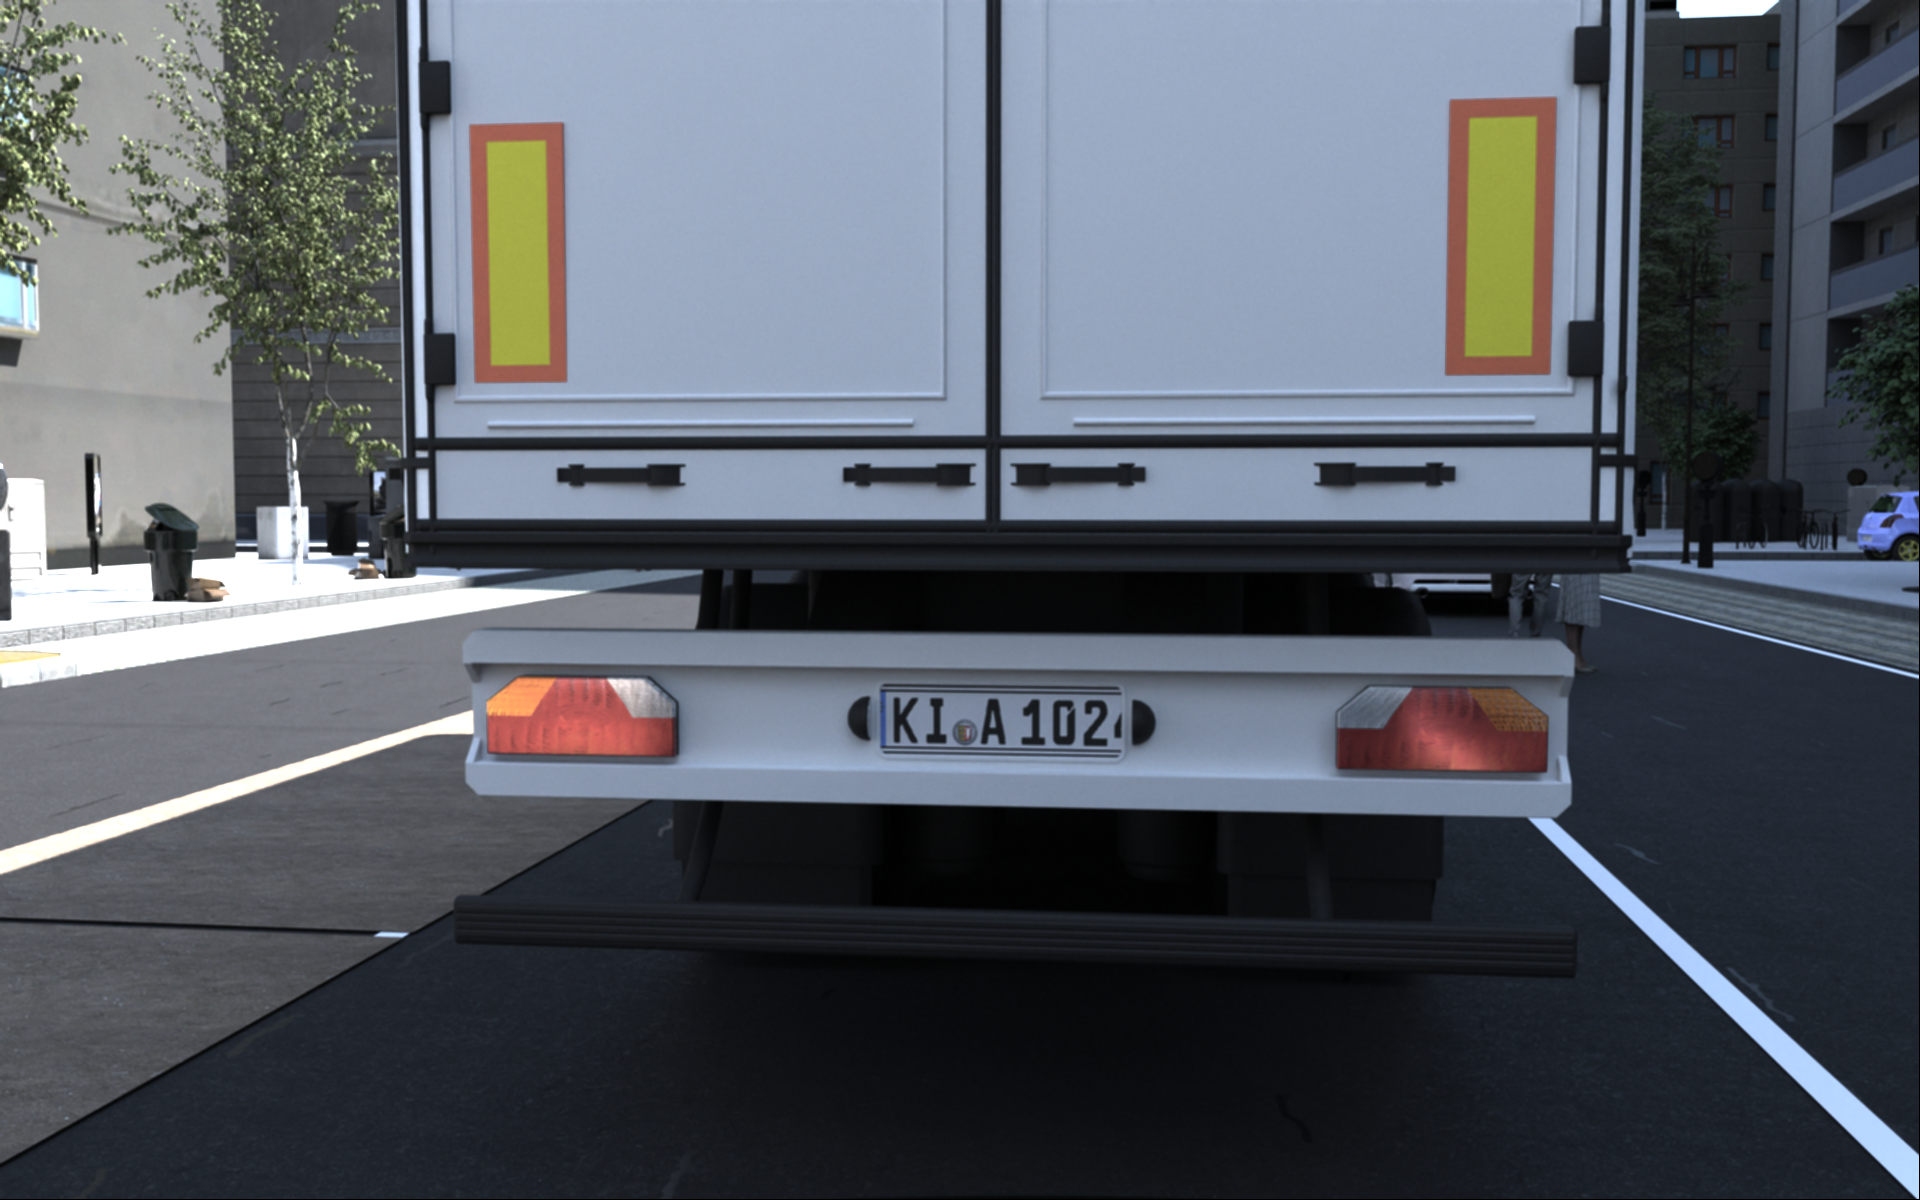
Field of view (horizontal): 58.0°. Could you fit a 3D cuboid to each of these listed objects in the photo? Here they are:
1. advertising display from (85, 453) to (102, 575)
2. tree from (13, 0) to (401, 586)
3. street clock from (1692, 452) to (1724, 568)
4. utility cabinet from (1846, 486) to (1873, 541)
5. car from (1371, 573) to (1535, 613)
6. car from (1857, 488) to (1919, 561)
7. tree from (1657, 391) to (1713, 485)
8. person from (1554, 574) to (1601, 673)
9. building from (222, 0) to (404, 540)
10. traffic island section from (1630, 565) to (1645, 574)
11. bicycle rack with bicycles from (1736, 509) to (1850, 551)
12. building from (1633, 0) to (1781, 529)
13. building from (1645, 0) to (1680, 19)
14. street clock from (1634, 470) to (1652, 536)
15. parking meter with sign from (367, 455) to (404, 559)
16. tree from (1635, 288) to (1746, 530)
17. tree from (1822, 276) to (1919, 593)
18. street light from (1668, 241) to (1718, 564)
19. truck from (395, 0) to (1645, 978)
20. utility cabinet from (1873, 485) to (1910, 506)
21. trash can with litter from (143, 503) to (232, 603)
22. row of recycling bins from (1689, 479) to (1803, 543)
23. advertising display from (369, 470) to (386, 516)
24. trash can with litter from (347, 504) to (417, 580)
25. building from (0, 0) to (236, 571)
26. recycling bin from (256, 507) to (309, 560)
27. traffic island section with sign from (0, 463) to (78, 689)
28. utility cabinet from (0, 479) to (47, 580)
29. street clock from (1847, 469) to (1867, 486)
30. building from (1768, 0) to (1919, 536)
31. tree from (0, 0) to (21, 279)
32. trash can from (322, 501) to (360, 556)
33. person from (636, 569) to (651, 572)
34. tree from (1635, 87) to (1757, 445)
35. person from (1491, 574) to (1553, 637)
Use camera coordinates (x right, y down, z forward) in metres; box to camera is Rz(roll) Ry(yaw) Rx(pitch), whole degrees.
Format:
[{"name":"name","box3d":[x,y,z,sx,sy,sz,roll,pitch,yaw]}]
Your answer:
[{"name":"advertising display","box3d":[-13.829,-1.373,27.668,0.123,1.923,0.974,-1,4,-21]},{"name":"tree","box3d":[-9.265,-4.488,23.749,4.737,8.622,4.395,0,3,0]},{"name":"street clock","box3d":[12.946,-1.557,30.020,0.358,2.002,0.471,-3,4,-38]},{"name":"utility cabinet","box3d":[24.113,-2.281,45.970,0.318,1.500,1.173,-1,4,-16]},{"name":"car","box3d":[6.339,-0.609,22.322,2.083,1.381,4.827,1,4,9]},{"name":"car","box3d":[20.531,-1.587,35.534,3.694,1.707,1.945,0,4,7]},{"name":"tree","box3d":[23.940,-4.375,55.244,4.285,4.588,4.351,0,3,0]},{"name":"person","box3d":[5.079,-0.298,13.937,0.524,1.755,0.480,2,4,31]},{"name":"building","box3d":[-14.901,-16.558,56.627,13.634,28.700,20.117,0,4,8]},{"name":"traffic island section","box3d":[11.464,-0.629,32.572,2.009,0.180,2.903,0,4,8]},{"name":"bicycle rack with bicycles","box3d":[19.486,-1.670,40.685,2.852,0.926,2.925,2,4,31]},{"name":"building","box3d":[36.518,-14.144,76.302,27.650,21.520,28.899,0,4,8]},{"name":"building","box3d":[34.725,-20.446,105.991,14.160,30.474,14.107,0,4,8]},{"name":"street clock","box3d":[20.637,-2.926,52.404,0.471,2.002,0.358,-1,4,-16]},{"name":"parking meter with sign","box3d":[-10.867,-2.306,33.958,1.738,3.016,0.543,2,4,25]},{"name":"tree","box3d":[24.985,-6.763,60.931,4.360,8.622,3.978,0,3,0]},{"name":"tree","box3d":[13.141,-2.381,22.648,4.285,4.588,4.351,0,3,0]},{"name":"street light","box3d":[13.413,-3.611,31.826,0.468,5.910,1.993,0,4,8]},{"name":"truck","box3d":[0.707,-1.219,8.848,2.839,4.237,11.283,0,4,7]},{"name":"utility cabinet","box3d":[23.530,-2.142,43.694,0.318,1.500,1.173,0,4,4]},{"name":"trash can with litter","box3d":[-9.221,-0.572,20.743,1.055,1.170,0.624,1,4,19]},{"name":"row of recycling bins","box3d":[21.125,-2.408,46.480,3.534,1.692,1.069,-1,4,-19]},{"name":"advertising display","box3d":[-15.387,-2.515,46.340,0.123,1.923,0.974,2,4,25]},{"name":"trash can with litter","box3d":[-8.656,-0.902,26.142,1.055,1.170,0.624,-3,5,-40]},{"name":"building","box3d":[-26.314,-24.485,24.035,21.600,48.544,21.300,0,4,8]},{"name":"recycling bin","box3d":[-13.342,-1.319,34.123,0.722,1.027,0.722,3,4,38]},{"name":"traffic island section with sign","box3d":[-7.984,-0.282,13.247,1.989,1.847,2.006,0,4,8]},{"name":"utility cabinet","box3d":[-14.008,-1.015,25.278,0.318,1.500,1.173,2,4,34]},{"name":"street clock","box3d":[25.698,-2.757,49.655,0.471,2.002,0.358,3,5,44]},{"name":"building","box3d":[40.543,-30.915,47.452,28.212,58.520,21.231,0,4,8]},{"name":"tree","box3d":[-10.988,-4.169,18.518,4.737,8.622,4.395,0,3,0]},{"name":"trash can","box3d":[-12.877,-1.494,36.087,0.748,1.137,0.748,0,3,0]},{"name":"person","box3d":[-5.909,-1.410,31.982,0.576,1.772,0.534,-1,4,-11]},{"name":"tree","box3d":[16.962,-7.793,45.535,7.486,12.596,7.792,0,3,0]},{"name":"person","box3d":[5.073,-0.411,15.347,0.709,1.813,0.853,1,4,20]}]
